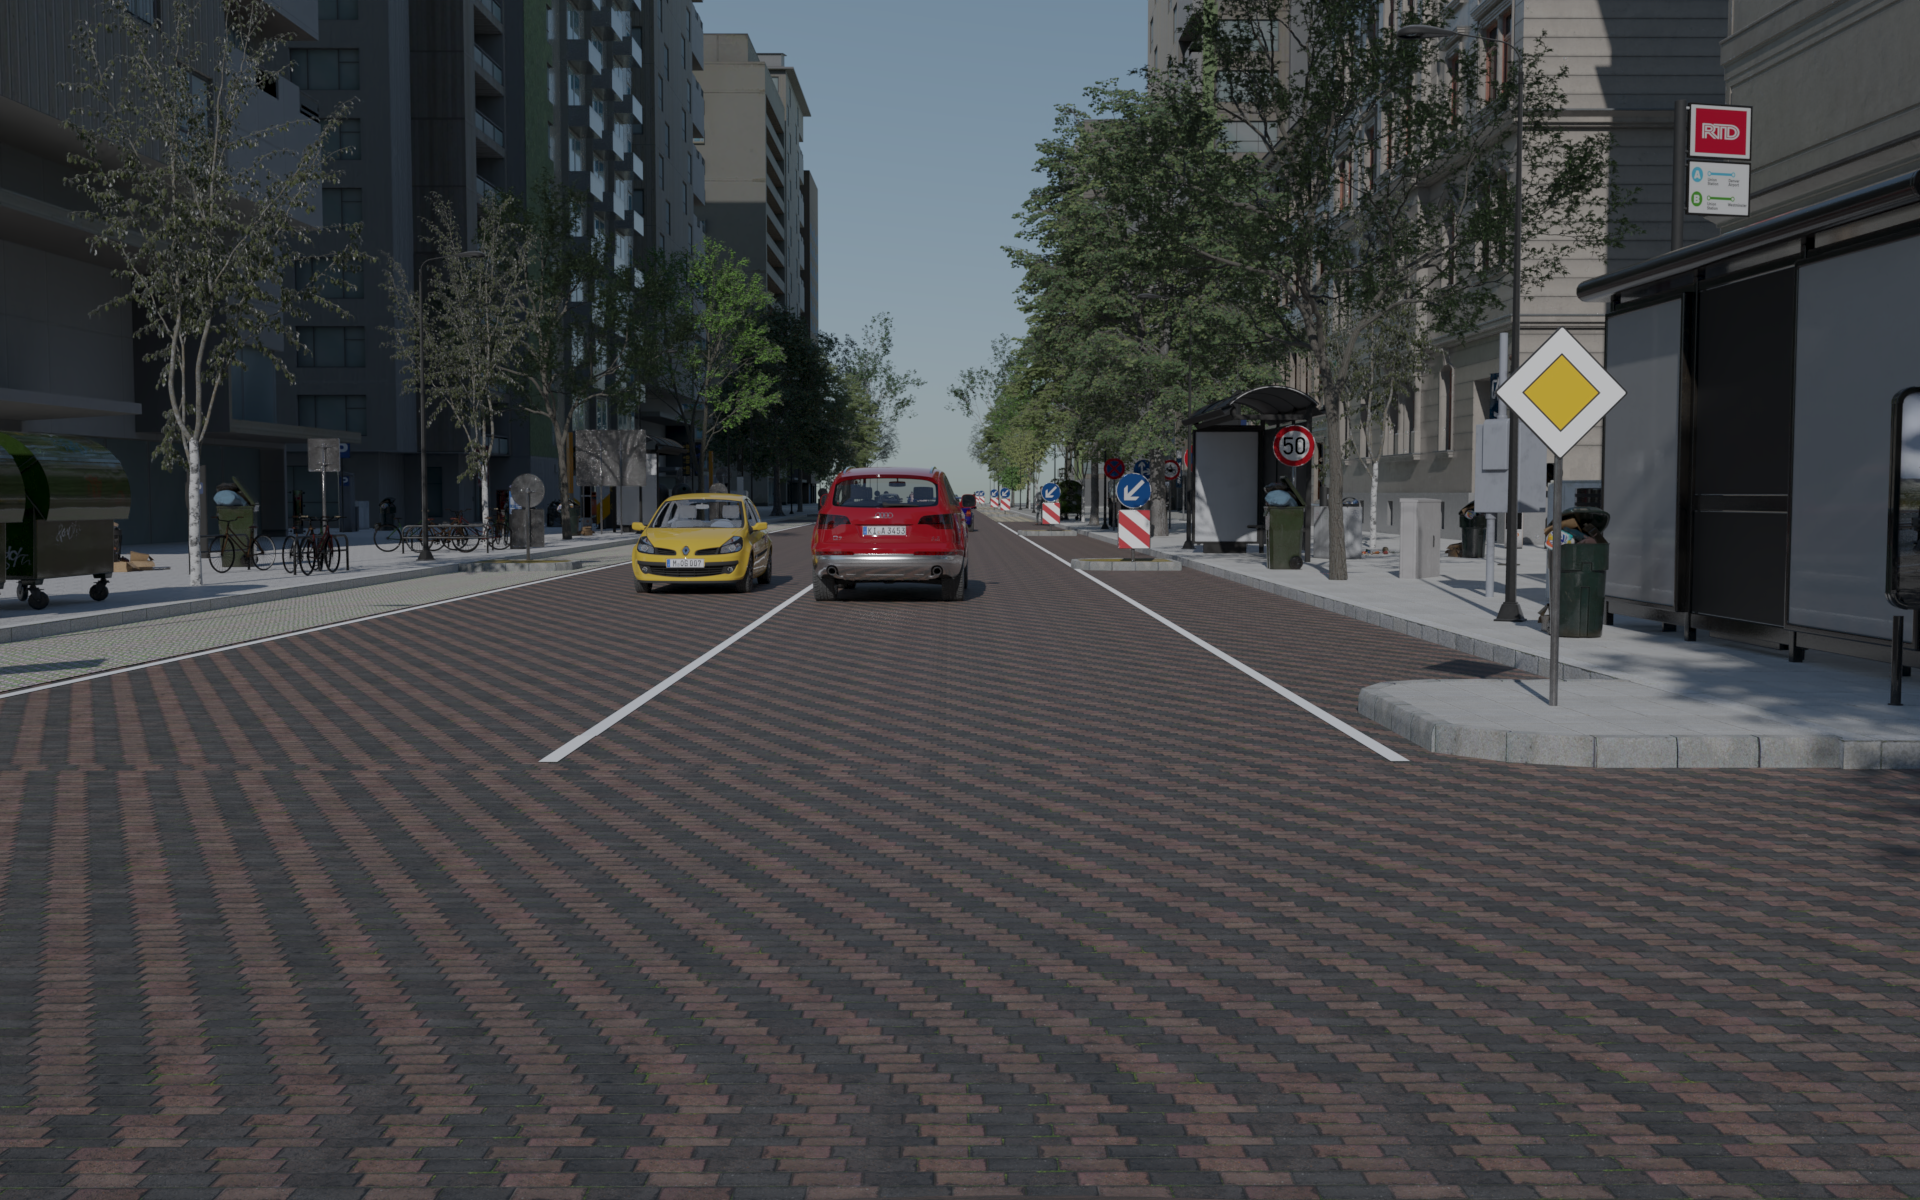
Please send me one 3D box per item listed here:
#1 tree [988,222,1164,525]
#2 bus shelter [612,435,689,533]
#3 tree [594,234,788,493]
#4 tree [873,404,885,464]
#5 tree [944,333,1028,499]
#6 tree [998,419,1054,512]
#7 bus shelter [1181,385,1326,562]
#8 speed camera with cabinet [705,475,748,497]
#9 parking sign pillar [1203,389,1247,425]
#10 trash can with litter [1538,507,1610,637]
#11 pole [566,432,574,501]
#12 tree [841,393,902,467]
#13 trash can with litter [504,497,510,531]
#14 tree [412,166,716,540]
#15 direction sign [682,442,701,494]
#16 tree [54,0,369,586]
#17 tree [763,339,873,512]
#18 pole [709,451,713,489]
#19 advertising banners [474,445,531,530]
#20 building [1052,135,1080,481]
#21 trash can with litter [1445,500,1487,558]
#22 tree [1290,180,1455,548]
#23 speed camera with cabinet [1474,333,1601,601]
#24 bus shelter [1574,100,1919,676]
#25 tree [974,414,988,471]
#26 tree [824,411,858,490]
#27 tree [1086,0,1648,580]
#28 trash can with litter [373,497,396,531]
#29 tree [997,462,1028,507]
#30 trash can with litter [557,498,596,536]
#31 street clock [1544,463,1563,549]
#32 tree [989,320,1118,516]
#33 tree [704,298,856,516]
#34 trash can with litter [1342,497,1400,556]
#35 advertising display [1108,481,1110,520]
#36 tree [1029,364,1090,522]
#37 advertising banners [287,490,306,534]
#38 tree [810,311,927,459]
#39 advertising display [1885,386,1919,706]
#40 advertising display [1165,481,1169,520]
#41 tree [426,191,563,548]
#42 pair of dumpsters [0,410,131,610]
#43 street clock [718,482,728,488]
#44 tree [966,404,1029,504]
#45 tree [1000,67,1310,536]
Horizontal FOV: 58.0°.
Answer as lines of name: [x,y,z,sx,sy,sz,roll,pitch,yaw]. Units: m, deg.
tree: [5.411,-9.373,71.367,7.486,12.596,7.792,0,3,0]
bus shelter: [-10.808,-4.042,60.006,2.014,3.302,5.546,0,4,0]
tree: [-10.770,-8.869,70.771,9.928,11.665,9.643,0,3,0]
tree: [-10.523,-14.922,162.093,7.486,12.596,7.792,0,3,0]
tree: [4.330,-21.440,206.436,12.611,20.169,13.585,0,3,0]
tree: [5.675,-11.986,146.331,4.737,8.622,4.395,0,3,0]
bus shelter: [5.815,-2.507,34.913,2.014,3.302,5.546,0,4,0]
speed camera with cabinet: [-11.387,-5.511,84.442,2.038,3.252,0.660,0,4,4]
parking sign pillar: [6.878,-3.476,45.298,1.447,3.967,1.447,-3,5,-40]
trash can with litter: [5.510,-0.270,15.796,0.624,1.170,1.055,0,4,3]
pole: [-12.882,-3.876,57.223,0.158,3.312,0.155,0,3,0]
tree: [-11.282,-17.978,204.314,12.009,13.543,11.850,0,3,0]
trash can with litter: [-15.404,-3.011,60.616,1.055,1.170,0.624,-1,4,-18]
tree: [-11.123,-6.997,48.807,8.767,10.594,7.601,-1,4,-14]
direction sign: [-11.644,-5.103,75.438,0.876,3.537,0.379,-1,4,-9]
tree: [-10.586,-4.518,24.234,4.360,8.622,3.978,0,3,0]
tree: [-11.083,-12.604,124.198,7.486,12.596,7.792,0,3,0]
pole: [-11.833,-5.413,82.339,0.158,3.312,0.155,0,3,0]
advertising banners: [-16.377,-4.036,62.176,2.074,3.025,0.090,0,4,-5]
building: [24.510,-37.302,229.491,23.786,49.044,30.456,0,4,0]
trash can with litter: [10.201,-1.446,35.022,0.624,1.170,1.055,-1,4,-21]
tree: [9.876,-5.563,41.316,4.360,8.622,3.978,0,3,0]
speed camera with cabinet: [7.229,-1.625,20.904,0.660,3.252,2.038,-2,4,-35]
bus shelter: [7.118,-2.310,15.404,2.179,5.291,8.768,0,4,0]
tree: [5.274,-16.349,185.437,7.486,12.596,7.792,0,3,0]
tree: [-10.741,-11.955,145.826,4.360,8.622,3.978,0,3,0]
tree: [5.769,-5.596,25.905,8.767,10.594,7.601,1,4,15]
trash can with litter: [-20.155,-3.003,60.491,1.055,1.170,0.624,3,5,40]
tree: [5.436,-11.575,172.963,4.285,4.588,4.351,0,3,0]
trash can with litter: [-11.756,-2.550,53.075,0.624,1.170,1.055,3,5,42]
street clock: [13.729,-2.182,40.241,0.358,2.002,0.471,-3,4,-36]
tree: [6.235,-10.616,99.333,9.928,11.665,9.643,0,3,0]
tree: [-10.827,-11.264,101.180,9.611,12.733,9.660,0,3,0]
trash can with litter: [8.672,-1.585,36.973,2.233,1.210,1.678,-2,4,-32]
advertising display: [7.720,-4.864,84.743,0.974,1.923,0.123,0,4,1]
tree: [5.536,-7.916,79.793,4.360,8.622,3.978,0,3,0]
advertising banners: [-21.440,-3.585,54.806,0.090,3.025,2.074,1,4,17]
tree: [-9.821,-19.747,178.745,12.611,20.169,13.585,0,3,0]
advertising display: [6.096,-0.315,10.368,0.974,1.923,0.123,1,4,14]
advertising display: [10.035,-4.869,84.827,0.123,1.923,0.974,3,4,37]
tree: [-11.606,-5.559,41.255,4.360,8.622,3.978,0,3,0]
pair of dumpsters: [-10.686,-0.987,18.628,1.574,2.255,4.437,0,4,0]
street clock: [-11.430,-4.834,83.613,0.471,2.002,0.358,0,4,-6]
tree: [5.176,-19.510,229.361,12.009,13.543,11.850,0,3,0]
tree: [6.108,-8.910,52.337,9.857,13.997,8.962,0,3,0]
